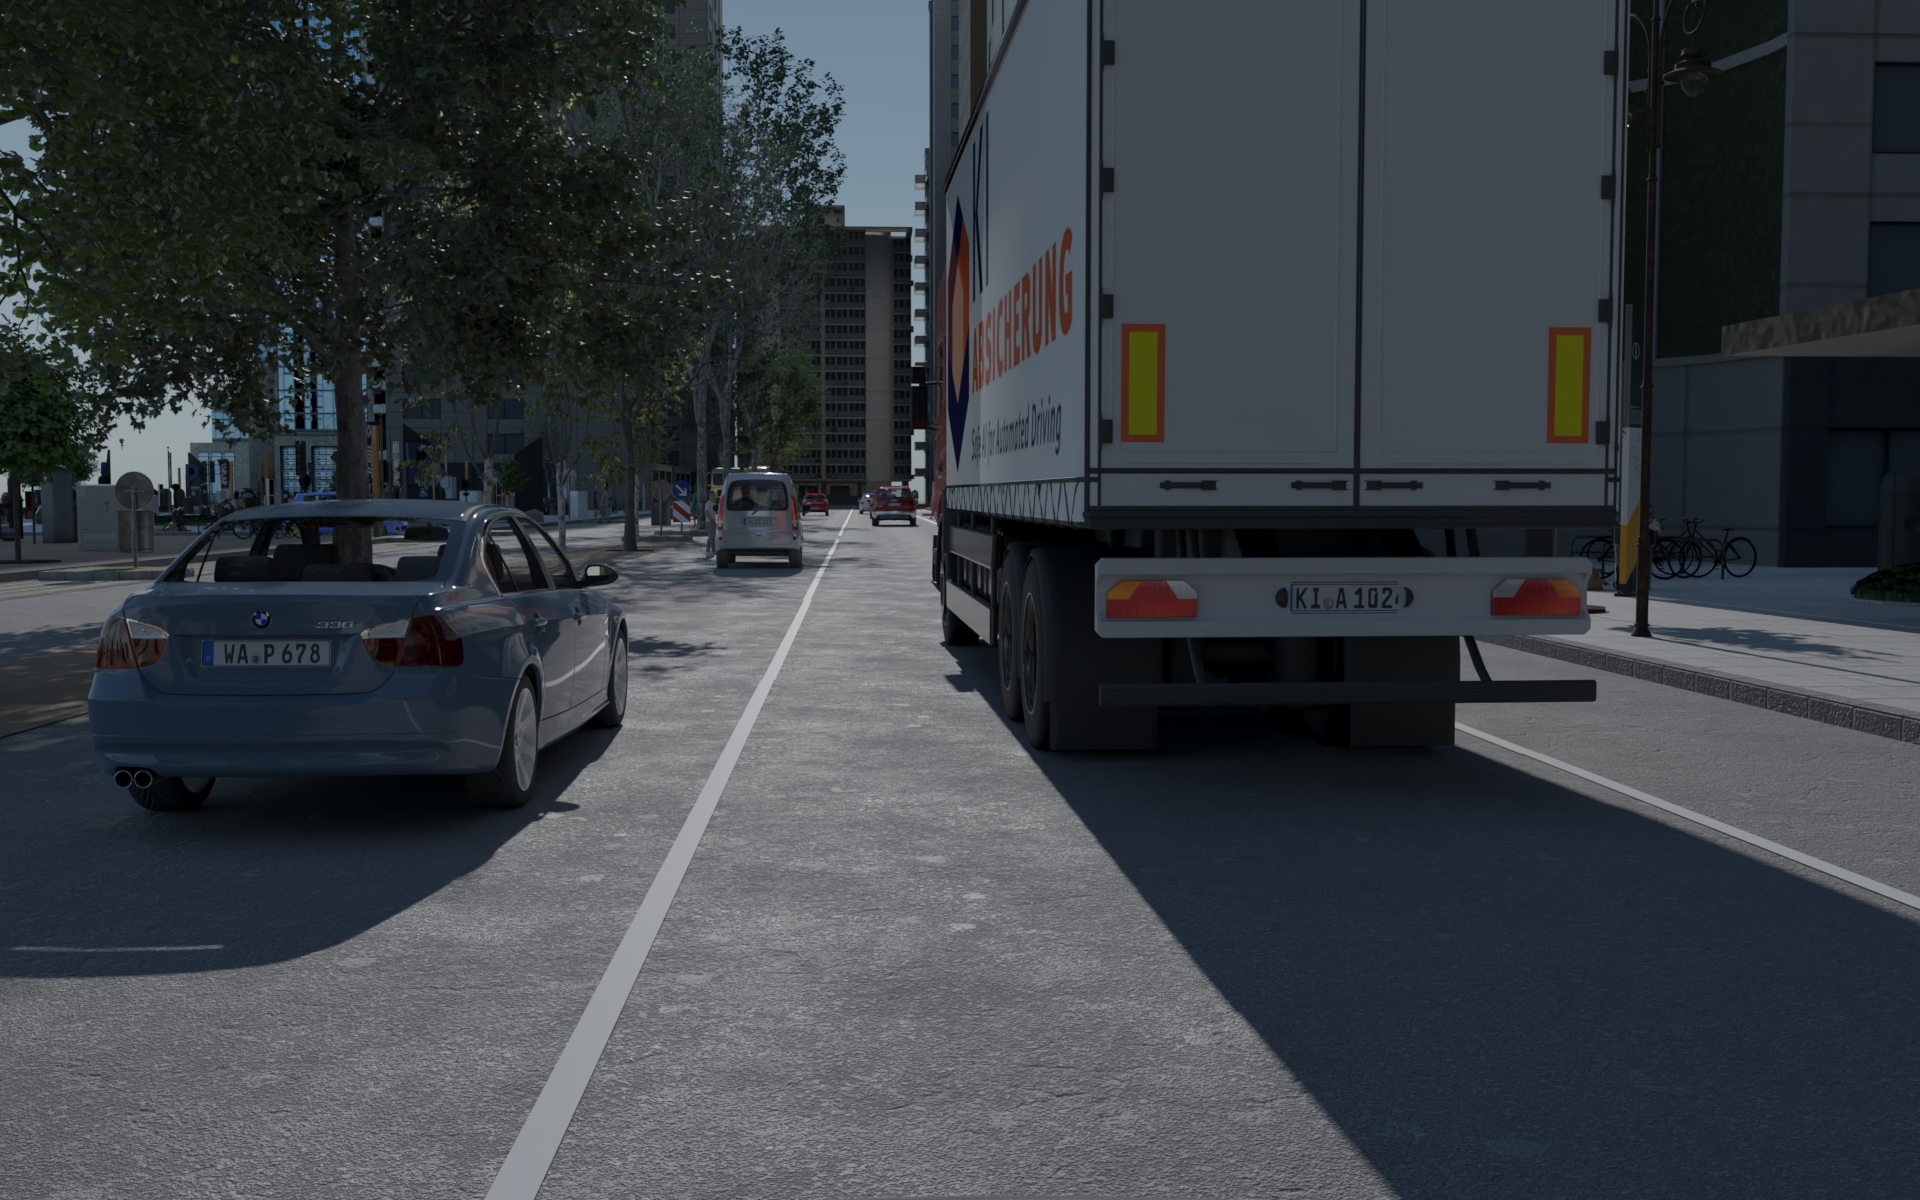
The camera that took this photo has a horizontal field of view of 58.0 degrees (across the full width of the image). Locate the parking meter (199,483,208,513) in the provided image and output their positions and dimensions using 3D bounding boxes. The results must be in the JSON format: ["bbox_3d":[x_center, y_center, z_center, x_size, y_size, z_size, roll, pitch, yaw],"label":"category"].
[{"bbox_3d":[-41.635,-5.483,95.358,0.399,1.863,0.255,-3,5,-42],"label":"parking meter"}]

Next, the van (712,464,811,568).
[{"bbox_3d":[-4.009,-1.705,34.886,2.013,2.044,4.112,0,4,-5],"label":"van"}]

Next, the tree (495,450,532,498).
[{"bbox_3d":[-19.842,-5.031,76.857,1.663,3.219,1.824,0,3,0],"label":"tree"}]

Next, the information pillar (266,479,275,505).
[{"bbox_3d":[-32.920,-4.784,82.718,0.304,2.012,0.304,-3,5,-44],"label":"information pillar"}]

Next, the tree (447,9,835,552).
[{"bbox_3d":[-8.174,-7.936,42.584,12.009,13.543,11.850,0,3,0],"label":"tree"}]

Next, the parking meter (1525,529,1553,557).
[{"bbox_3d":[8.886,-1.273,26.523,0.399,1.863,0.255,2,4,35],"label":"parking meter"}]

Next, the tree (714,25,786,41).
[{"bbox_3d":[-11.087,-12.713,66.203,12.611,20.169,13.585,0,3,0],"label":"tree"}]

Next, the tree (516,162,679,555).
[{"bbox_3d":[-7.928,-4.982,34.276,4.737,8.622,4.395,0,3,0],"label":"tree"}]

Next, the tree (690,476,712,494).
[{"bbox_3d":[-24.466,-10.214,161.606,1.663,3.219,1.824,0,3,0],"label":"tree"}]

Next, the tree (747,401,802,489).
[{"bbox_3d":[-13.253,-10.452,123.704,4.737,8.622,4.395,0,3,0],"label":"tree"}]

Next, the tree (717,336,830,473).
[{"bbox_3d":[-12.107,-11.209,111.476,9.928,11.665,9.643,0,3,0],"label":"tree"}]

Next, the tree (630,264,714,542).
[{"bbox_3d":[-9.541,-6.001,50.937,4.360,8.622,3.978,0,3,0],"label":"tree"}]

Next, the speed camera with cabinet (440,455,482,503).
[{"bbox_3d":[-25.373,-5.732,88.056,2.038,3.252,0.660,0,4,8],"label":"speed camera with cabinet"}]

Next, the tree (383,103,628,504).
[{"bbox_3d":[-7.974,-4.666,29.114,4.360,8.622,3.978,0,3,0],"label":"tree"}]

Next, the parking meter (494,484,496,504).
[{"bbox_3d":[-26.178,-5.624,97.657,0.255,1.863,0.399,3,5,39],"label":"parking meter"}]

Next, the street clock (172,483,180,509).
[{"bbox_3d":[-53.432,-6.939,118.016,0.471,2.002,0.358,-3,5,-45],"label":"street clock"}]

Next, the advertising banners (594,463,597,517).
[{"bbox_3d":[-20.264,-6.128,96.376,0.090,3.025,2.074,0,4,-7],"label":"advertising banners"}]

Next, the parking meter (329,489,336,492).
[{"bbox_3d":[-30.538,-4.646,84.371,0.372,1.533,0.369,0,3,0],"label":"parking meter"}]

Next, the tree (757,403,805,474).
[{"bbox_3d":[-12.604,-10.151,118.781,4.360,8.622,3.978,0,3,0],"label":"tree"}]

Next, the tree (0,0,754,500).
[{"bbox_3d":[-7.510,-6.220,21.163,9.611,12.733,9.660,0,3,0],"label":"tree"}]

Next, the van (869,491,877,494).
[{"bbox_3d":[-10.269,-12.365,209.184,2.013,2.044,4.112,0,4,-2],"label":"van"}]

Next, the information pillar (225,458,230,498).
[{"bbox_3d":[-47.593,-7.427,112.794,0.504,3.616,0.183,1,4,14],"label":"information pillar"}]

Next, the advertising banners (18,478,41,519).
[{"bbox_3d":[-47.743,-5.668,88.859,0.090,3.025,2.074,1,4,22],"label":"advertising banners"}]

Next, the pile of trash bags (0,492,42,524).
[{"bbox_3d":[-38.736,-3.894,73.415,3.447,1.369,1.912,-3,5,-40],"label":"pile of trash bags"}]

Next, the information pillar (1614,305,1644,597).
[{"bbox_3d":[8.429,-1.855,21.685,0.183,3.616,0.504,3,5,45],"label":"information pillar"}]

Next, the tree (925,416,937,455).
[{"bbox_3d":[-0.715,-11.664,141.076,4.737,8.622,4.395,0,3,0],"label":"tree"}]

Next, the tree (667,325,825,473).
[{"bbox_3d":[-11.150,-9.351,89.766,8.767,10.594,7.601,0,4,-3],"label":"tree"}]

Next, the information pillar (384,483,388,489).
[{"bbox_3d":[-38.095,-6.755,114.941,0.304,2.012,0.304,-1,4,-9],"label":"information pillar"}]

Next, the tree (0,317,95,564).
[{"bbox_3d":[-17.548,-2.973,32.317,4.285,4.588,4.351,0,3,0],"label":"tree"}]

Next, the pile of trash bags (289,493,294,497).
[{"bbox_3d":[-46.991,-6.787,120.715,1.912,1.369,3.447,-2,4,-31],"label":"pile of trash bags"}]

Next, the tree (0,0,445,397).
[{"bbox_3d":[-7.122,-5.584,11.890,7.486,12.596,7.792,0,3,0],"label":"tree"}]

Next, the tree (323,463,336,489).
[{"bbox_3d":[-32.835,-5.921,91.404,1.663,3.219,1.824,0,3,0],"label":"tree"}]

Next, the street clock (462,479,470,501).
[{"bbox_3d":[-24.269,-4.927,85.130,0.358,2.002,0.471,-3,5,-44],"label":"street clock"}]

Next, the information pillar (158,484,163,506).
[{"bbox_3d":[-58.146,-7.433,126.020,0.304,2.012,0.304,-3,5,-43],"label":"information pillar"}]

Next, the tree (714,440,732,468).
[{"bbox_3d":[-26.472,-14.465,186.868,4.360,8.622,3.978,0,3,0],"label":"tree"}]

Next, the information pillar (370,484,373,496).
[{"bbox_3d":[-43.004,-7.481,126.803,0.304,2.012,0.304,0,4,-6],"label":"information pillar"}]

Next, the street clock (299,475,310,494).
[{"bbox_3d":[-24.310,-3.653,64.290,0.358,2.002,0.471,0,4,6],"label":"street clock"}]

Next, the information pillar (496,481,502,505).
[{"bbox_3d":[-24.725,-5.410,92.948,0.304,2.012,0.304,-1,4,-13],"label":"information pillar"}]

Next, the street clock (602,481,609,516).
[{"bbox_3d":[-20.359,-5.786,99.166,0.358,2.002,0.471,2,4,32],"label":"street clock"}]

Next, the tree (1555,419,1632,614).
[{"bbox_3d":[6.677,-1.493,19.008,1.663,3.219,1.824,0,3,0],"label":"tree"}]

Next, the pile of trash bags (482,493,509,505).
[{"bbox_3d":[-27.651,-5.613,101.520,1.912,1.369,3.447,2,4,30],"label":"pile of trash bags"}]

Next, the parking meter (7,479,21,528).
[{"bbox_3d":[-35.335,-3.609,64.725,0.255,1.863,0.399,2,4,31],"label":"parking meter"}]

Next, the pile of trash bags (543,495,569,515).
[{"bbox_3d":[-24.578,-5.875,105.814,1.912,1.369,3.447,1,4,21],"label":"pile of trash bags"}]

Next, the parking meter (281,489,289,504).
[{"bbox_3d":[-33.640,-4.768,86.372,0.372,1.533,0.369,0,3,0],"label":"parking meter"}]

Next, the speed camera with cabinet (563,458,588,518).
[{"bbox_3d":[-20.646,-6.015,92.686,0.660,3.252,2.038,-3,4,-39],"label":"speed camera with cabinet"}]

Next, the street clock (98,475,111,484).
[{"bbox_3d":[-33.293,-3.844,67.426,0.358,2.002,0.471,1,4,9],"label":"street clock"}]
